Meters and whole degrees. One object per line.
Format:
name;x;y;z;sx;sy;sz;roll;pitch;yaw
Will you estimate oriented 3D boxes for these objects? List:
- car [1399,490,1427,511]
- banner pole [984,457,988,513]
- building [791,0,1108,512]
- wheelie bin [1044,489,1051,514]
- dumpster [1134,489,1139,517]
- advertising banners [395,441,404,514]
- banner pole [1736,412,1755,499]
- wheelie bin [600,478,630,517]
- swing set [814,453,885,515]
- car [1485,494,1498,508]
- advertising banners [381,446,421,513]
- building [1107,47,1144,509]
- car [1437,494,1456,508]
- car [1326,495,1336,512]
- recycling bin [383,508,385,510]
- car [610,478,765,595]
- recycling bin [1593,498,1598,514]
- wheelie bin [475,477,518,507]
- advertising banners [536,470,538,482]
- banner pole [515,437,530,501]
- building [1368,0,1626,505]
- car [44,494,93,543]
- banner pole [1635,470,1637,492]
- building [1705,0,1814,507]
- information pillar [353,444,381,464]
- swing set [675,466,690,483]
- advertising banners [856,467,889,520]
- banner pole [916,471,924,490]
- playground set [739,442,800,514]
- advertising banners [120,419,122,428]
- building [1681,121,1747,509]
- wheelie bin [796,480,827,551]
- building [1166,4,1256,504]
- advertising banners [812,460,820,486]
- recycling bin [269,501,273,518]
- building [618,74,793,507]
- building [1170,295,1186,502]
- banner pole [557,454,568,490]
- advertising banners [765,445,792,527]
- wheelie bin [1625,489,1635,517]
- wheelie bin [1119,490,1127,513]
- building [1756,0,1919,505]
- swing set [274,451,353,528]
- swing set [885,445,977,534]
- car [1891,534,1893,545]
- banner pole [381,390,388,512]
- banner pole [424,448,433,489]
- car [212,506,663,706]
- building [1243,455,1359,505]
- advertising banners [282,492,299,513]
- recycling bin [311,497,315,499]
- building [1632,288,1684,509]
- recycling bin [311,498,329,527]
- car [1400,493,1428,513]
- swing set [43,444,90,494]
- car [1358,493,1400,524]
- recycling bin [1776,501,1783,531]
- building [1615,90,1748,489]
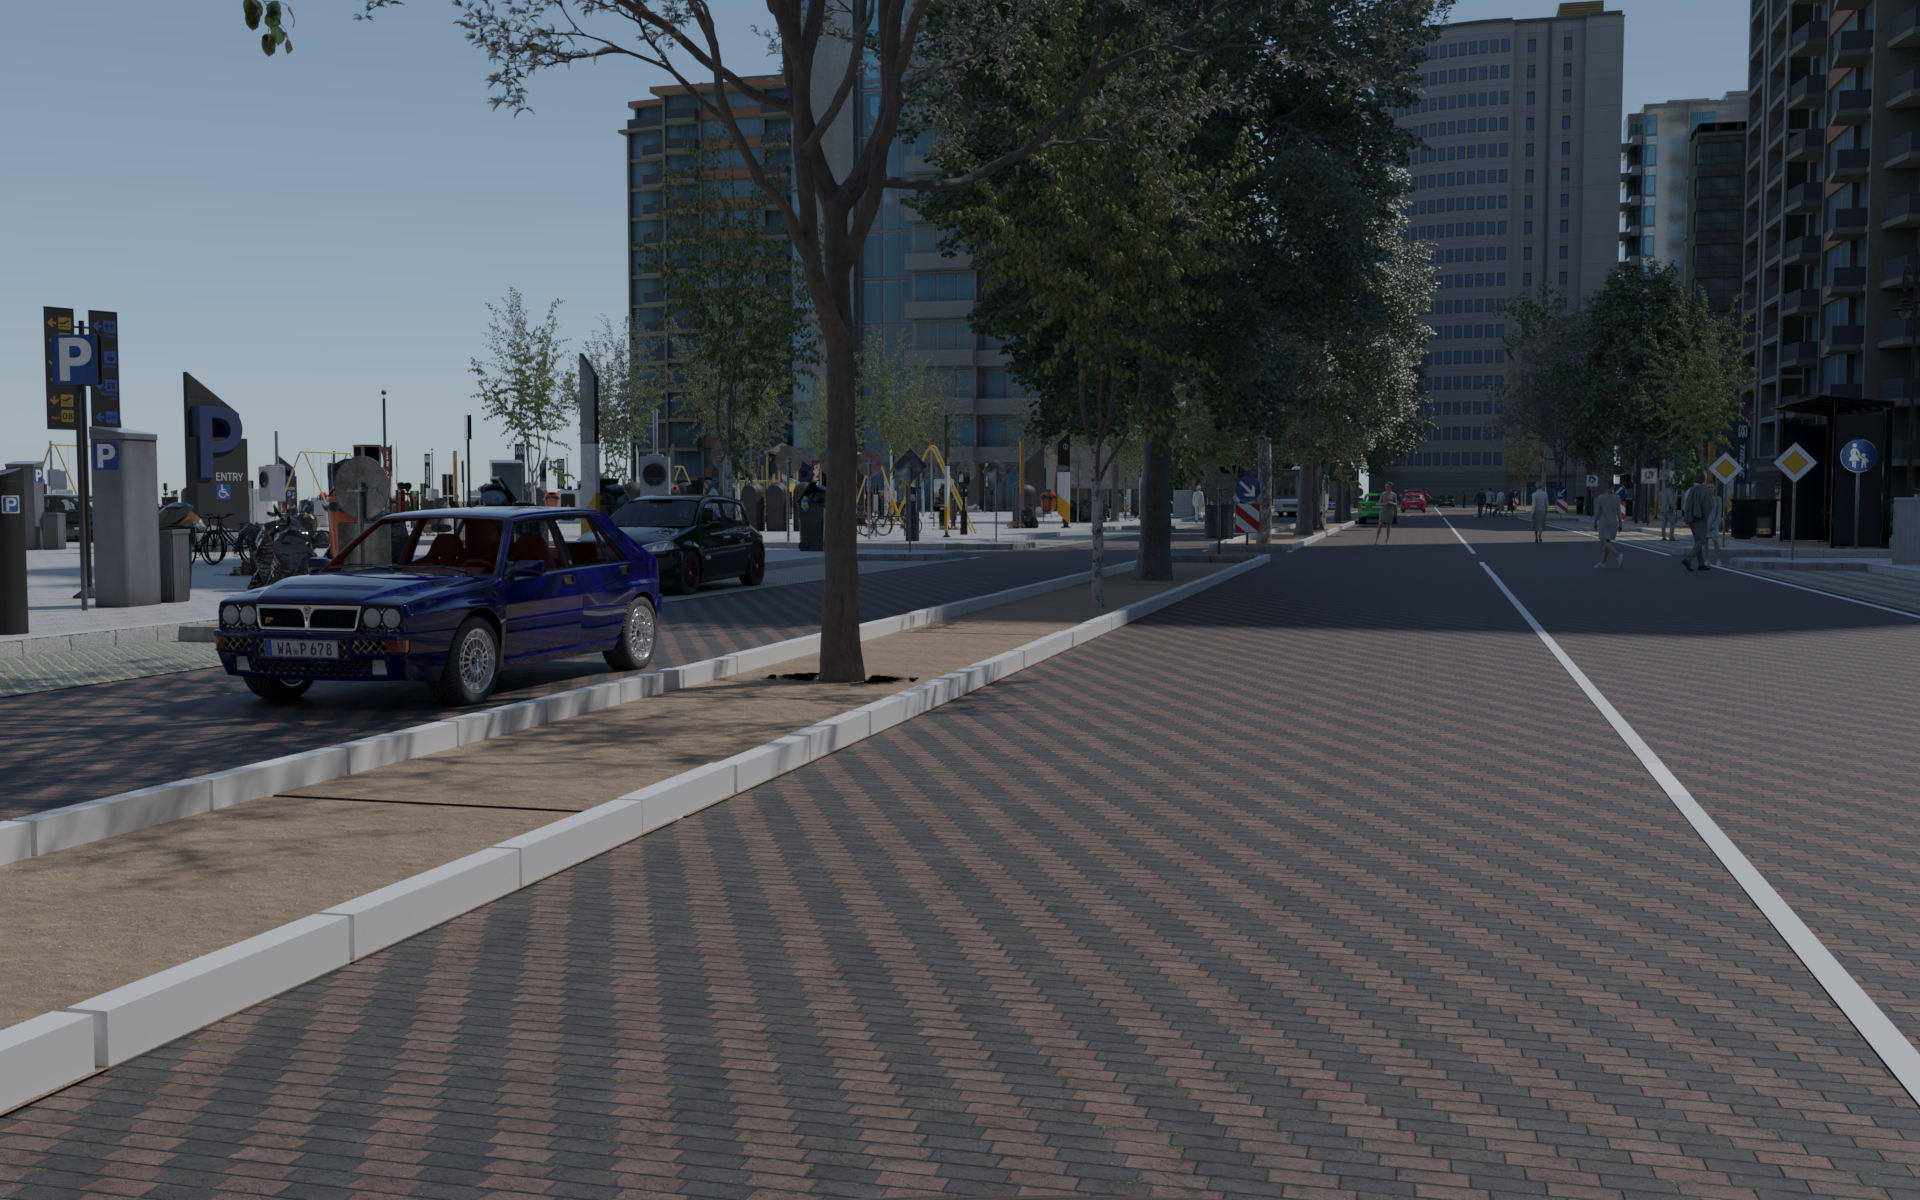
car;38.716;-8.521;147.991;2.281;1.827;5.304;1;4;13
banner pole;1.735;-7.693;115.796;0.401;3.779;0.863;1;4;21
building;0.233;-31.784;139.284;23.786;49.044;30.456;1;4;15
wheelie bin;5.506;-6.323;111.282;0.980;1.594;0.693;1;4;20
dumpster;10.462;-5.592;97.183;1.264;1.857;1.865;1;4;15
advertising banners;-18.721;-3.762;57.693;0.090;3.025;2.074;-1;4;-15
banner pole;23.882;-3.832;52.663;0.863;3.779;0.401;-2;4;-26
wheelie bin;-6.924;-1.604;34.129;0.693;1.594;0.980;2;4;33
swing set;-4.042;-4.143;65.357;2.862;2.851;3.119;3;4;38
car;52.266;-9.757;169.314;2.009;1.686;4.222;1;4;17
advertising banners;-20.732;-4.160;64.208;0.090;3.025;2.074;2;4;24
building;10.082;-31.176;159.840;14.600;45.320;14.200;1;4;15
car;51.829;-10.683;184.452;2.009;1.686;4.222;1;4;15
car;29.082;-7.471;134.729;1.945;1.354;3.894;1;4;16
recycling bin;-41.649;-6.810;123.895;0.722;1.027;0.722;3;5;41
car;-4.292;-0.977;25.764;2.009;1.686;4.222;1;4;15
recycling bin;40.997;-6.051;111.495;0.722;1.027;0.722;1;4;9
wheelie bin;-8.421;-1.445;31.527;0.693;1.594;0.980;-2;4;-30
advertising banners;-29.266;-7.596;120.378;0.090;3.025;2.074;-2;4;-23
banner pole;-19.000;-5.225;75.440;0.863;3.779;0.401;0;4;7
building;65.307;-41.086;213.757;28.212;58.520;21.231;1;4;15
car;-23.936;-2.285;47.147;4.222;1.686;2.009;1;4;15
banner pole;37.436;-6.451;95.498;0.863;3.779;0.401;-2;4;-33
building;63.853;-41.515;117.023;20.563;71.187;20.611;1;4;15
information pillar;-8.799;-1.301;25.762;0.304;2.012;0.304;3;5;45
swing set;-16.276;-6.101;97.365;2.862;2.851;3.119;-3;4;-39
advertising banners;-4.570;-5.509;86.258;2.074;3.025;0.090;-1;4;-18
banner pole;-2.875;-8.045;121.558;0.863;3.779;0.401;-2;4;-28
playground set;-10.247;-6.747;97.095;5.637;4.214;5.302;2;4;26
advertising banners;-20.367;-2.765;41.393;0.090;3.025;2.074;-3;5;-44
building;64.164;-22.288;136.117;14.160;30.474;14.107;1;4;15
wheelie bin;-3.292;-1.903;39.017;0.693;1.594;0.980;0;4;5
building;26.568;-48.026;223.480;20.611;71.187;20.563;1;4;15
advertising banners;-8.099;-5.658;88.693;2.074;3.025;0.090;0;4;-5
recycling bin;-36.635;-4.797;90.992;0.722;1.027;0.722;1;4;13
building;-19.713;-32.380;184.044;28.867;44.769;22.147;1;4;15
building;15.987;-24.941;179.485;14.107;30.474;14.160;1;4;15
banner pole;-24.554;-7.174;107.306;0.863;3.779;0.401;-1;4;-14
advertising banners;-6.891;-4.082;62.925;2.074;3.025;0.090;3;4;38
wheelie bin;37.992;-5.554;98.718;0.980;1.594;0.693;1;4;13
wheelie bin;11.110;-6.828;119.543;0.693;1.594;0.980;1;4;17
building;57.599;-26.814;93.037;22.147;44.769;28.867;1;4;15
swing set;-23.564;-4.075;64.250;2.862;2.851;3.119;1;4;15
swing set;-0.935;-3.626;56.900;2.862;2.851;3.119;0;4;-2
car;22.087;-1.672;36.132;4.718;1.807;1.959;1;4;13
banner pole;-13.908;-3.176;41.941;0.401;3.779;0.863;-1;4;-16
banner pole;-28.899;-6.384;94.390;0.401;3.779;0.863;2;4;24
car;-3.763;-0.032;13.111;1.945;1.354;3.894;1;4;16
building;43.174;-27.310;218.226;14.107;30.474;14.160;1;4;15
advertising banners;-45.238;-7.321;115.884;2.074;3.025;0.090;1;4;10
recycling bin;-48.422;-7.204;130.346;0.722;1.027;0.722;-1;4;-9
building;77.110;-19.019;155.992;27.650;21.520;28.899;1;4;15
recycling bin;-24.572;-3.347;67.273;0.722;1.027;0.722;2;4;34
car;35.039;-7.624;133.687;2.155;1.783;4.494;1;4;15
swing set;-27.851;-3.536;55.434;2.862;2.851;3.119;1;4;13
car;20.371;-4.618;84.295;1.959;1.807;4.718;1;4;15
recycling bin;28.556;-2.890;59.806;0.722;1.027;0.722;-1;4;-19
building;94.069;-35.991;208.064;30.456;49.044;23.786;1;4;15
